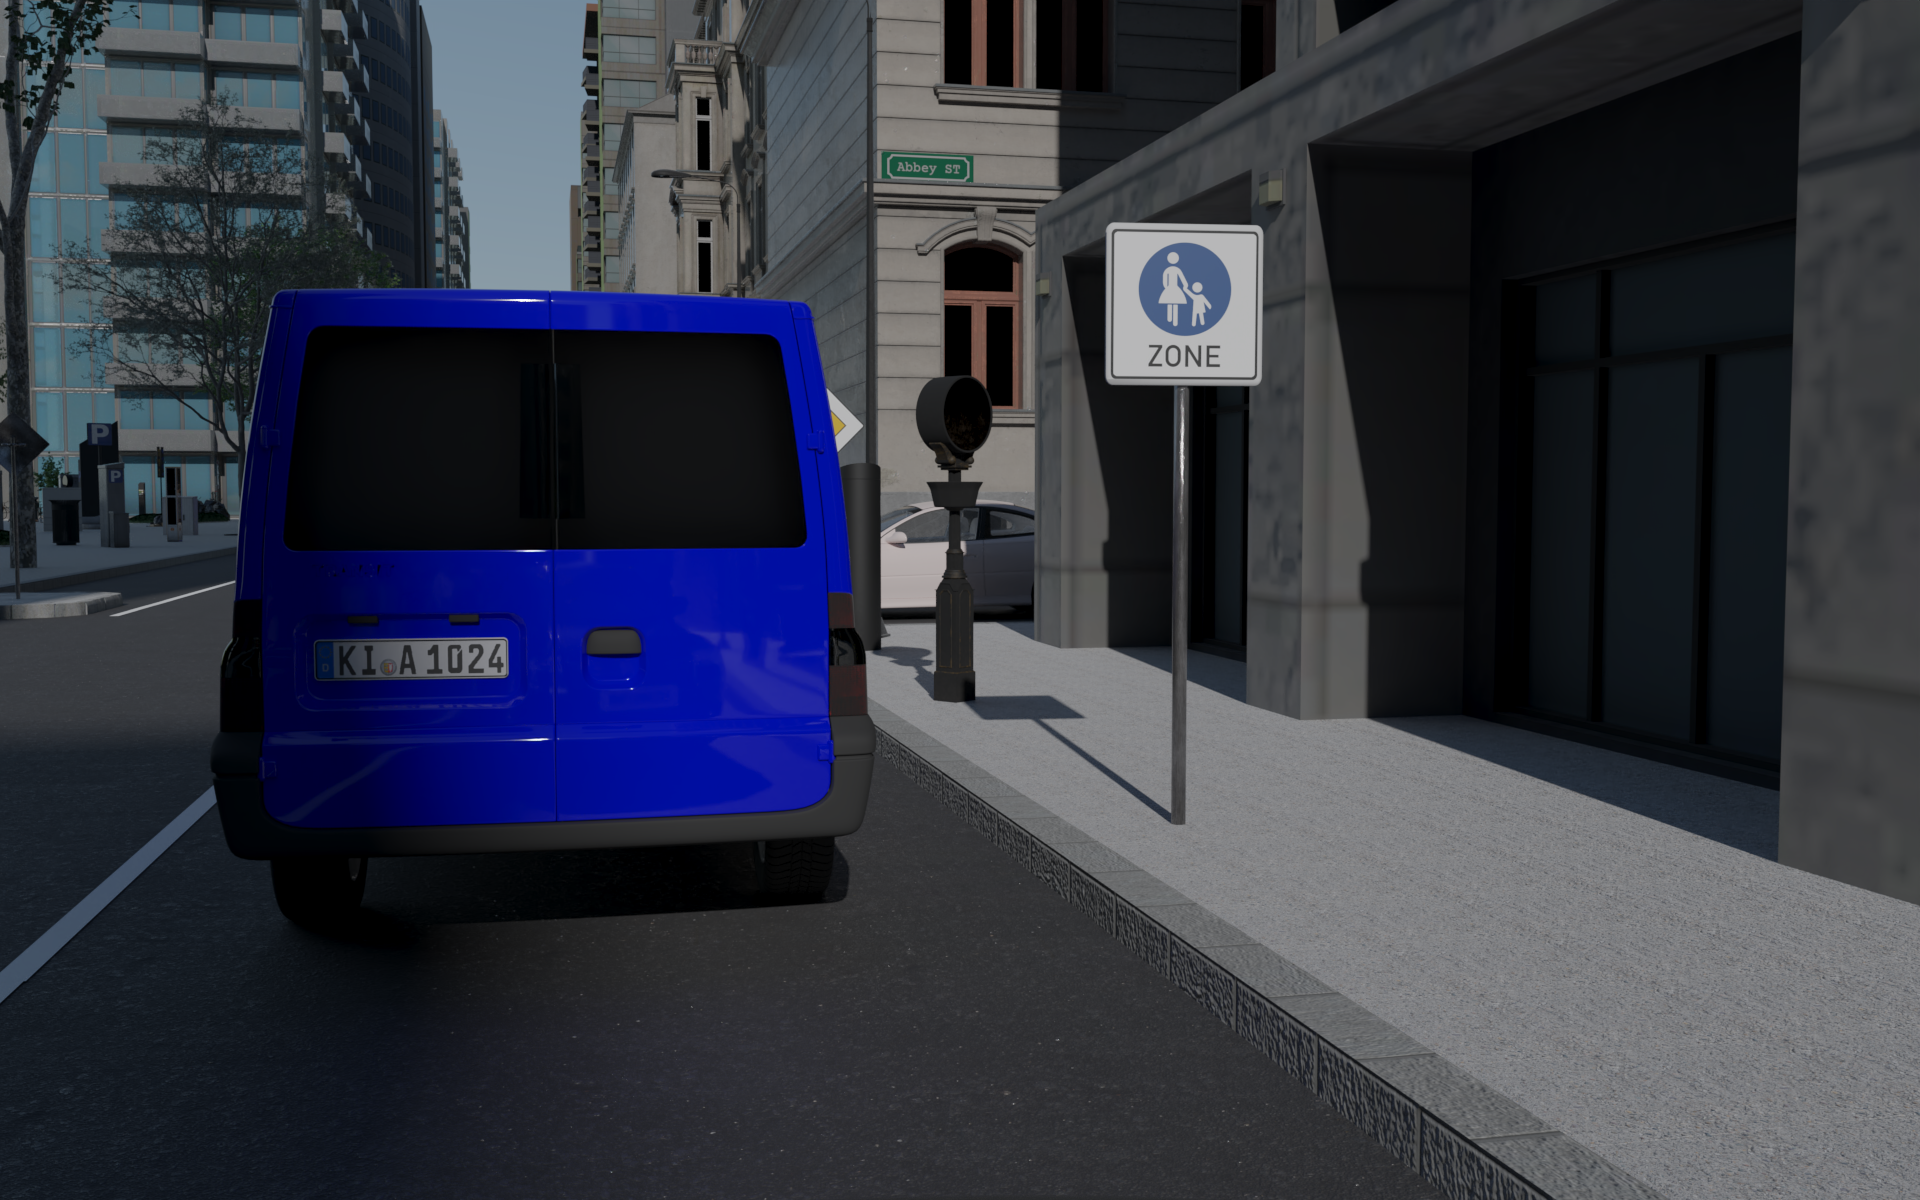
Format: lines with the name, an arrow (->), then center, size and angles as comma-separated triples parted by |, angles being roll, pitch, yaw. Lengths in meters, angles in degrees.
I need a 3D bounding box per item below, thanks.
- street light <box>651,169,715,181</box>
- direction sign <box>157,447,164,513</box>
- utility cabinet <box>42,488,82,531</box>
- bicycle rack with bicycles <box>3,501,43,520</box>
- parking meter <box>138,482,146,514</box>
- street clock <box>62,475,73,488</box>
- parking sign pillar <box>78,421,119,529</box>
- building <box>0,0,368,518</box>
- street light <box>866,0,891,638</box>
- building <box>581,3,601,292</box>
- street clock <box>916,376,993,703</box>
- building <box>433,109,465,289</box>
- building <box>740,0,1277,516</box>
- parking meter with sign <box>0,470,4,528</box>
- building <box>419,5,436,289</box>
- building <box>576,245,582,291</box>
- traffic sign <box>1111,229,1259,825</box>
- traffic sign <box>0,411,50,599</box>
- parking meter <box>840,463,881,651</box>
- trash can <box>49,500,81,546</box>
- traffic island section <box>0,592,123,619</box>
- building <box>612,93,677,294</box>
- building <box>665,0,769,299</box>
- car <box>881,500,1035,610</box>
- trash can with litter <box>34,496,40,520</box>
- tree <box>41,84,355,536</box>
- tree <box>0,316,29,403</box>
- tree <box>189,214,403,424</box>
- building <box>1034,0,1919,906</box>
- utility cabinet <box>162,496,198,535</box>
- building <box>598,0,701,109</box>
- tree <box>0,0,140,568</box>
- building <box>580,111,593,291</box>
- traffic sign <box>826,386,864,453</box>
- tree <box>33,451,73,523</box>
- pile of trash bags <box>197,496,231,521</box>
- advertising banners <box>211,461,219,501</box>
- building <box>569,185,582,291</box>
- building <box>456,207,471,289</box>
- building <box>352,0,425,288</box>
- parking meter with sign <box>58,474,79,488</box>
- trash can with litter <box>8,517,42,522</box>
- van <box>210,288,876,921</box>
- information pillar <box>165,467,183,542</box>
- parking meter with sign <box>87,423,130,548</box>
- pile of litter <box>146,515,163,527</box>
street light -> -3.727, -3.211, 25.039 | 1.470, 5.913, 1.316 | -1, 4, -13
direction sign -> -38.267, -5.563, 82.953 | 0.379, 3.537, 0.876 | 0, 4, -7
utility cabinet -> -30.579, -3.077, 58.996 | 1.173, 1.500, 0.318 | -2, 4, -30
bicycle rack with bicycles -> -46.915, -4.486, 86.731 | 2.852, 0.926, 2.925 | 1, 4, 10
parking meter -> -40.620, -4.912, 86.014 | 0.255, 1.863, 0.399 | -1, 4, -12
street clock -> -33.882, -3.746, 65.815 | 0.471, 2.002, 0.358 | 3, 5, 41
parking sign pillar -> -31.494, -4.580, 63.347 | 1.447, 3.967, 1.447 | -3, 4, -38
building -> -48.218, -29.685, 104.955 | 23.786, 49.044, 30.456 | -1, 4, -13
street light -> -1.323, -2.613, 15.271 | 1.470, 5.913, 1.316 | -1, 4, -13
building -> -22.820, -30.761, 157.574 | 22.147, 44.769, 28.867 | -1, 4, -13
street clock -> -0.033, -0.375, 10.700 | 0.358, 2.002, 0.471 | 3, 5, 41
building -> -73.280, -36.424, 215.137 | 23.786, 49.044, 30.456 | -1, 4, -13
building -> 8.103, -15.018, 32.938 | 23.554, 28.519, 14.401 | -1, 4, -13
parking meter with sign -> -31.108, -3.631, 55.623 | 0.543, 3.016, 1.738 | -1, 4, -13
building -> -54.723, -30.922, 155.680 | 14.600, 45.320, 14.200 | -1, 4, -13
building -> -37.811, -26.421, 203.677 | 14.160, 30.474, 14.107 | -1, 4, -13
traffic sign -> 0.848, -0.277, 6.664 | 0.606, 2.300, 0.079 | 0, 4, -7
traffic sign -> -11.515, -1.069, 21.116 | 0.795, 2.450, 0.064 | -1, 4, -13
parking meter -> -0.836, -0.358, 14.268 | 0.372, 1.533, 0.369 | 0, 3, 0
trash can -> -22.378, -1.938, 43.337 | 0.748, 1.137, 0.748 | 0, 3, 0
traffic island section -> -11.536, 0.068, 21.172 | 2.009, 0.180, 2.903 | -1, 4, -13
building -> -12.296, -14.617, 88.134 | 9.793, 20.994, 18.267 | -1, 4, -13
building -> -3.211, -14.900, 62.706 | 14.460, 24.649, 34.723 | -1, 4, -13
car -> -0.316, -0.491, 20.393 | 4.827, 1.381, 2.083 | -1, 4, -13
trash can with litter -> -45.158, -4.437, 83.933 | 1.055, 1.170, 0.624 | 1, 4, 20
tree -> -22.205, -8.725, 53.019 | 12.009, 13.543, 11.850 | 0, 3, 0
tree -> -34.808, -6.723, 60.285 | 4.737, 8.622, 4.395 | 0, 3, 0
tree -> -24.180, -8.424, 63.483 | 9.928, 11.665, 9.643 | 0, 3, 0
building -> 12.969, -34.684, 5.342 | 20.563, 71.187, 20.611 | -1, 4, -13
utility cabinet -> -24.376, -2.628, 54.133 | 1.020, 1.237, 0.306 | 0, 4, 6
building -> -15.375, -25.969, 108.183 | 14.154, 41.232, 14.086 | -1, 4, -13
tree -> -17.800, -10.620, 29.520 | 12.611, 20.169, 13.585 | 0, 3, 0
building -> -34.205, -30.957, 189.742 | 14.154, 41.232, 14.086 | -1, 4, -13
traffic sign -> -1.241, -0.715, 15.339 | 0.795, 2.450, 0.064 | -1, 4, -13
tree -> -40.712, -5.063, 77.378 | 1.663, 3.219, 1.824 | 0, 3, 0
pile of trash bags -> -35.615, -4.495, 83.250 | 3.447, 1.369, 1.912 | -2, 4, -32
advertising banners -> -38.726, -5.744, 90.104 | 0.090, 3.025, 2.074 | -1, 4, -13
building -> -47.925, -36.414, 245.486 | 14.600, 45.320, 14.200 | -1, 4, -13
building -> -74.670, -33.923, 238.239 | 14.154, 41.232, 14.086 | -1, 4, -13
building -> -53.364, -36.180, 133.543 | 21.231, 58.520, 28.212 | -1, 4, -13
parking meter with sign -> -34.371, -4.315, 66.808 | 1.738, 3.016, 0.543 | -3, 4, -36
trash can with litter -> -43.190, -4.205, 79.801 | 2.233, 1.210, 1.678 | 1, 4, 14
van -> -1.728, -0.197, 7.606 | 2.240, 2.365, 5.245 | -1, 4, -12
information pillar -> -21.108, -2.570, 46.505 | 0.304, 2.012, 0.304 | 0, 4, -2
parking meter with sign -> -20.548, -2.792, 41.908 | 0.543, 3.016, 1.738 | -3, 5, -41
pile of litter -> -31.124, -3.323, 68.289 | 1.719, 0.858, 1.176 | -1, 4, -14
